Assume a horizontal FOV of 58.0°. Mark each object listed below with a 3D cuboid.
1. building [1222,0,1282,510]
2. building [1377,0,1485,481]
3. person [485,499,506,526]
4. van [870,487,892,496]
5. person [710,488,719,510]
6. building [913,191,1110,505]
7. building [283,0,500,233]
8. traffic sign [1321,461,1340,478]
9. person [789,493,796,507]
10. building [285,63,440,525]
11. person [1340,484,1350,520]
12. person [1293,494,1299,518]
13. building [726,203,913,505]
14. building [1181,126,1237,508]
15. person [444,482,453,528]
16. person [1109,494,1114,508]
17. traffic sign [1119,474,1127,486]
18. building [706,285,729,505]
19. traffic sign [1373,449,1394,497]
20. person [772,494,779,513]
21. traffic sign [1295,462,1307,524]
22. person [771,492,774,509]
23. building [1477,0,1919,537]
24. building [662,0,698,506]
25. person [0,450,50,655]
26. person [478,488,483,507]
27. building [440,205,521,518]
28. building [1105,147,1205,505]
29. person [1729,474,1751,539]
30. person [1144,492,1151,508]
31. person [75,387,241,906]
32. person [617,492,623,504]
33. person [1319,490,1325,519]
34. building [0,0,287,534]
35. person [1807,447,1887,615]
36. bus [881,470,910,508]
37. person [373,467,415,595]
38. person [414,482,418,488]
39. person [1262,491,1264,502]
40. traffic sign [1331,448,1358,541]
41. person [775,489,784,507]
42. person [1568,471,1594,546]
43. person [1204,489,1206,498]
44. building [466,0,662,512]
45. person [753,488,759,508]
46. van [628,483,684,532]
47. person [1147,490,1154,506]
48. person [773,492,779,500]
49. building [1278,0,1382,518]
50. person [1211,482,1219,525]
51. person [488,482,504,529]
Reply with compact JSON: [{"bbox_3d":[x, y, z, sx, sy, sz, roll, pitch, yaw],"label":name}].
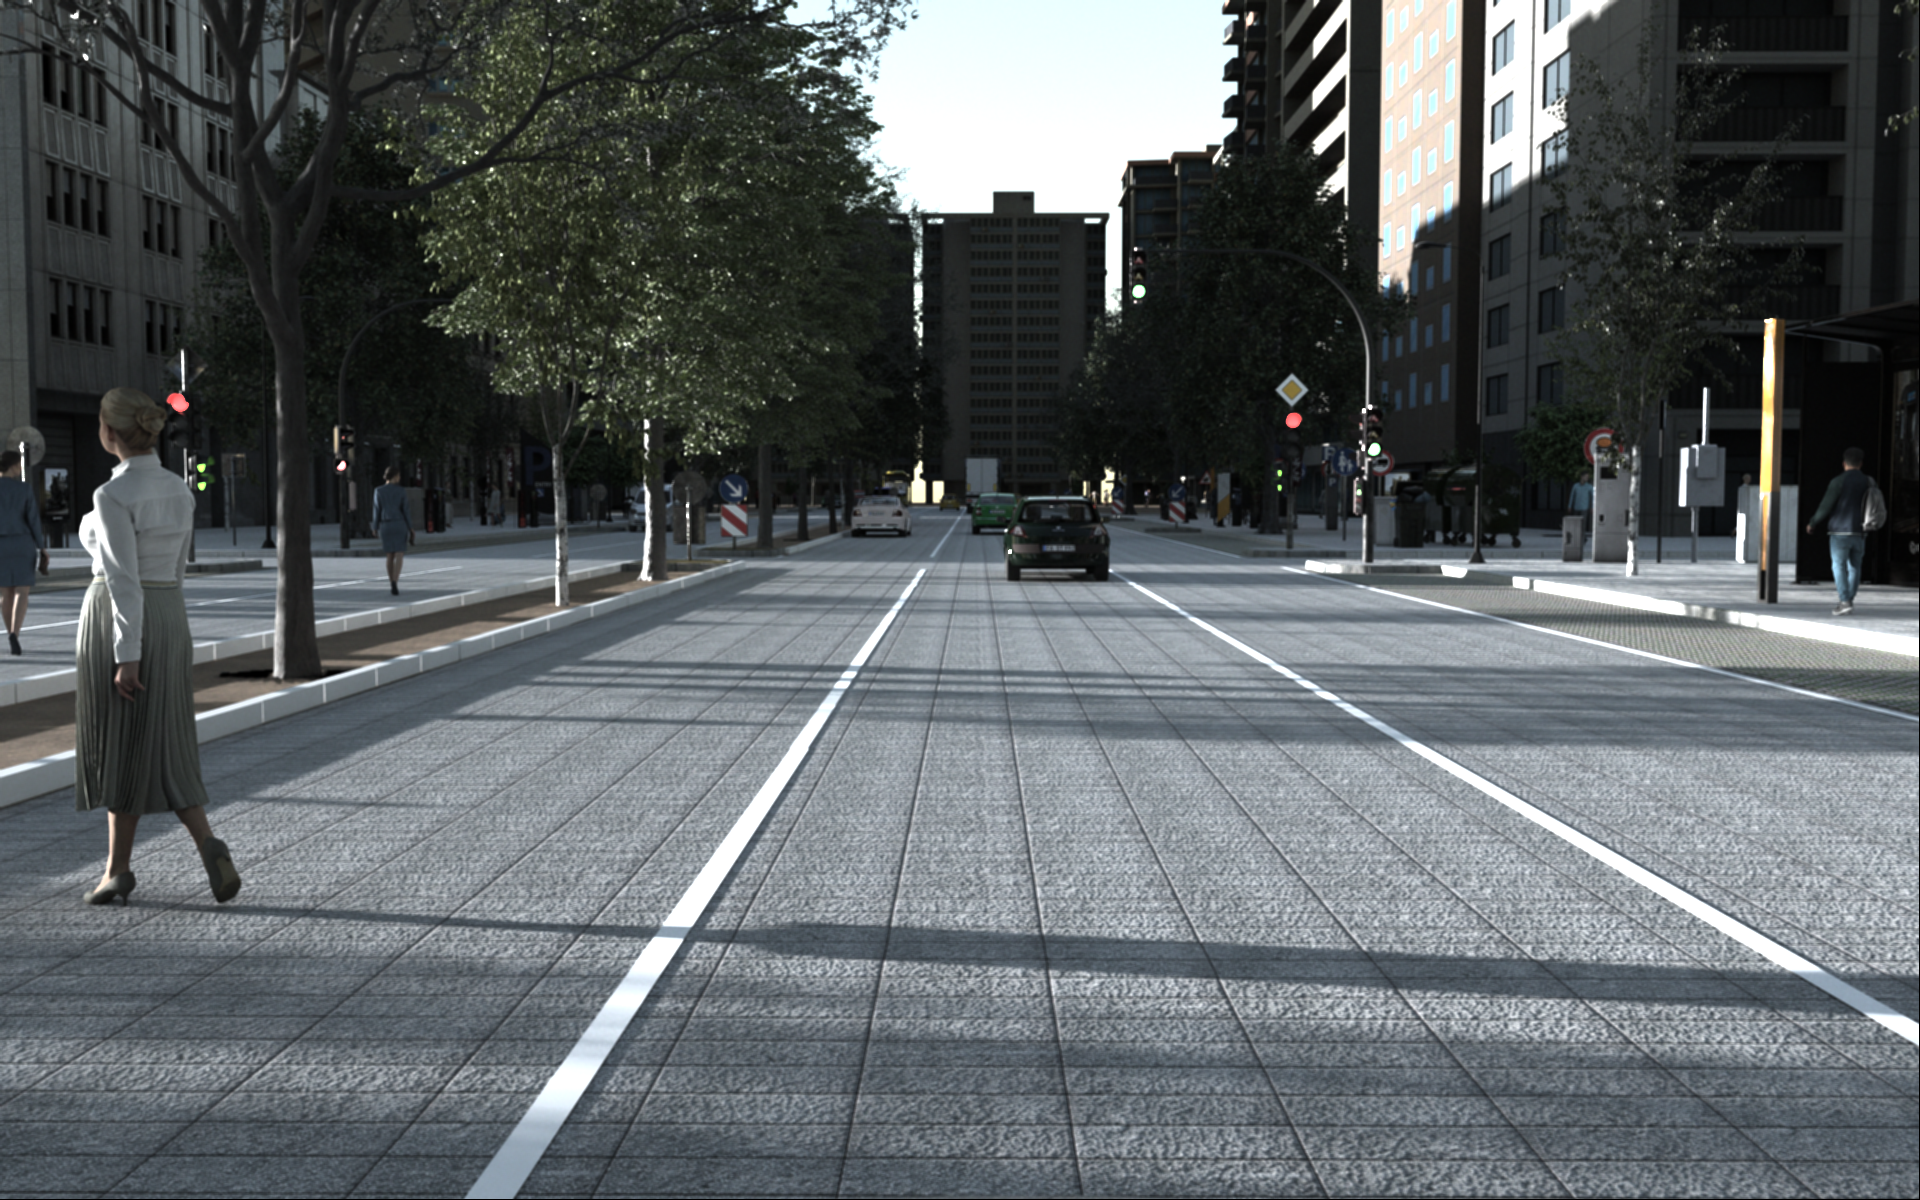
[{"bbox_3d":[32.933,-29.684,139.952,22.147,44.769,28.867,0,4,1],"label":"building"},{"bbox_3d":[27.374,-26.125,77.253,14.600,45.320,14.200,0,4,1],"label":"building"},{"bbox_3d":[-18.333,-3.493,68.657,0.738,1.151,1.012,-3,4,-37],"label":"person"},{"bbox_3d":[-6.752,-9.098,153.140,2.240,2.365,5.245,0,4,1],"label":"van"},{"bbox_3d":[-20.588,-8.413,143.684,1.350,1.814,0.705,3,4,37],"label":"person"},{"bbox_3d":[6.850,-32.609,225.033,23.993,40.220,32.217,0,4,1],"label":"building"},{"bbox_3d":[-58.969,-33.406,169.890,21.600,48.544,21.300,0,4,1],"label":"building"},{"bbox_3d":[13.517,-3.851,63.076,0.768,2.556,0.104,0,4,7],"label":"traffic sign"},{"bbox_3d":[-17.082,-10.504,178.458,1.217,1.739,0.721,3,4,37],"label":"person"},{"bbox_3d":[-31.549,-14.125,80.095,9.793,20.994,18.267,0,4,1],"label":"building"},{"bbox_3d":[18.798,-4.783,84.419,0.419,1.800,0.721,0,4,1],"label":"person"},{"bbox_3d":[17.647,-4.984,91.810,0.640,1.303,0.475,-2,4,-29],"label":"person"},{"bbox_3d":[-17.849,-32.638,225.515,23.993,40.220,32.217,0,4,1],"label":"building"},{"bbox_3d":[38.213,-29.057,166.969,32.217,40.220,23.993,0,4,1],"label":"building"},{"bbox_3d":[-19.491,-3.636,66.046,0.362,1.759,0.519,0,4,2],"label":"person"},{"bbox_3d":[14.165,-9.357,159.557,1.217,1.766,0.721,-3,5,-42],"label":"person"},{"bbox_3d":[10.780,-6.932,113.071,0.795,2.593,0.064,1,4,10],"label":"traffic sign"},{"bbox_3d":[-40.715,-36.498,220.449,21.600,48.544,21.300,0,4,1],"label":"building"},{"bbox_3d":[11.909,-3.001,49.176,0.768,2.556,0.104,0,4,4],"label":"traffic sign"},{"bbox_3d":[-13.713,-7.120,128.166,0.557,1.426,1.065,-2,4,-34],"label":"person"},{"bbox_3d":[12.837,-4.038,66.133,0.768,2.556,0.104,0,4,6],"label":"traffic sign"},{"bbox_3d":[-16.292,-8.594,149.785,0.421,1.427,0.697,-1,4,-9],"label":"person"},{"bbox_3d":[31.391,-37.986,59.322,20.611,71.187,20.563,0,4,1],"label":"building"},{"bbox_3d":[-37.064,-44.679,168.760,20.611,71.187,20.563,0,4,1],"label":"building"},{"bbox_3d":[-8.527,-0.428,15.526,0.581,1.822,0.654,0,4,-8],"label":"person"},{"bbox_3d":[-26.352,-5.451,95.374,0.606,1.804,0.583,3,4,38],"label":"person"},{"bbox_3d":[-32.188,-14.329,98.900,10.561,19.102,19.286,0,4,1],"label":"building"},{"bbox_3d":[33.234,-34.567,219.799,28.867,44.769,22.147,0,4,1],"label":"building"},{"bbox_3d":[21.874,-2.592,48.299,0.818,1.842,0.514,1,4,11],"label":"person"},{"bbox_3d":[17.825,-9.488,164.360,0.628,1.438,0.799,3,4,38],"label":"person"},{"bbox_3d":[-2.787,0.167,5.998,0.641,1.798,0.478,2,4,25],"label":"person"},{"bbox_3d":[-24.785,-7.392,127.612,0.721,1.735,1.217,2,4,34],"label":"person"},{"bbox_3d":[19.024,-5.127,90.144,0.678,1.792,0.850,-3,5,-44],"label":"person"},{"bbox_3d":[-33.556,-14.857,60.932,12.078,24.808,19.932,0,4,1],"label":"building"},{"bbox_3d":[9.526,-0.744,18.548,0.623,1.781,0.721,-1,4,-15],"label":"person"},{"bbox_3d":[-6.711,-11.746,183.594,2.896,3.916,12.252,0,4,0],"label":"bus"},{"bbox_3d":[-8.095,-0.987,24.668,0.581,1.822,0.654,0,4,1],"label":"person"},{"bbox_3d":[-25.605,-4.614,81.330,0.661,1.843,0.795,1,4,10],"label":"person"},{"bbox_3d":[15.721,-5.071,88.920,0.822,1.834,0.622,-2,4,-34],"label":"person"},{"bbox_3d":[10.582,-2.905,47.609,0.768,2.556,0.104,0,4,4],"label":"traffic sign"},{"bbox_3d":[-18.747,-10.557,178.667,1.348,1.823,0.705,1,4,14],"label":"person"},{"bbox_3d":[15.402,-2.252,42.729,0.748,1.841,0.638,-3,5,-39],"label":"person"},{"bbox_3d":[27.152,-11.305,190.972,0.705,1.812,1.348,0,4,2],"label":"person"},{"bbox_3d":[-37.831,-32.074,148.105,21.300,48.544,21.600,0,4,1],"label":"building"},{"bbox_3d":[-18.088,-9.059,154.089,0.705,1.831,1.348,1,4,19],"label":"person"},{"bbox_3d":[-11.706,-3.661,66.873,2.013,2.044,4.112,0,4,0],"label":"van"},{"bbox_3d":[21.012,-11.334,191.906,0.990,1.755,0.434,0,4,-7],"label":"person"},{"bbox_3d":[-17.078,-9.127,158.532,1.065,1.426,0.557,-1,4,-19],"label":"person"},{"bbox_3d":[31.574,-29.313,102.968,21.300,48.544,21.600,0,4,1],"label":"building"},{"bbox_3d":[10.621,-3.969,71.350,0.576,1.772,0.534,0,4,-7],"label":"person"},{"bbox_3d":[-16.995,-3.461,63.389,0.466,1.731,0.760,1,4,11],"label":"person"}]
